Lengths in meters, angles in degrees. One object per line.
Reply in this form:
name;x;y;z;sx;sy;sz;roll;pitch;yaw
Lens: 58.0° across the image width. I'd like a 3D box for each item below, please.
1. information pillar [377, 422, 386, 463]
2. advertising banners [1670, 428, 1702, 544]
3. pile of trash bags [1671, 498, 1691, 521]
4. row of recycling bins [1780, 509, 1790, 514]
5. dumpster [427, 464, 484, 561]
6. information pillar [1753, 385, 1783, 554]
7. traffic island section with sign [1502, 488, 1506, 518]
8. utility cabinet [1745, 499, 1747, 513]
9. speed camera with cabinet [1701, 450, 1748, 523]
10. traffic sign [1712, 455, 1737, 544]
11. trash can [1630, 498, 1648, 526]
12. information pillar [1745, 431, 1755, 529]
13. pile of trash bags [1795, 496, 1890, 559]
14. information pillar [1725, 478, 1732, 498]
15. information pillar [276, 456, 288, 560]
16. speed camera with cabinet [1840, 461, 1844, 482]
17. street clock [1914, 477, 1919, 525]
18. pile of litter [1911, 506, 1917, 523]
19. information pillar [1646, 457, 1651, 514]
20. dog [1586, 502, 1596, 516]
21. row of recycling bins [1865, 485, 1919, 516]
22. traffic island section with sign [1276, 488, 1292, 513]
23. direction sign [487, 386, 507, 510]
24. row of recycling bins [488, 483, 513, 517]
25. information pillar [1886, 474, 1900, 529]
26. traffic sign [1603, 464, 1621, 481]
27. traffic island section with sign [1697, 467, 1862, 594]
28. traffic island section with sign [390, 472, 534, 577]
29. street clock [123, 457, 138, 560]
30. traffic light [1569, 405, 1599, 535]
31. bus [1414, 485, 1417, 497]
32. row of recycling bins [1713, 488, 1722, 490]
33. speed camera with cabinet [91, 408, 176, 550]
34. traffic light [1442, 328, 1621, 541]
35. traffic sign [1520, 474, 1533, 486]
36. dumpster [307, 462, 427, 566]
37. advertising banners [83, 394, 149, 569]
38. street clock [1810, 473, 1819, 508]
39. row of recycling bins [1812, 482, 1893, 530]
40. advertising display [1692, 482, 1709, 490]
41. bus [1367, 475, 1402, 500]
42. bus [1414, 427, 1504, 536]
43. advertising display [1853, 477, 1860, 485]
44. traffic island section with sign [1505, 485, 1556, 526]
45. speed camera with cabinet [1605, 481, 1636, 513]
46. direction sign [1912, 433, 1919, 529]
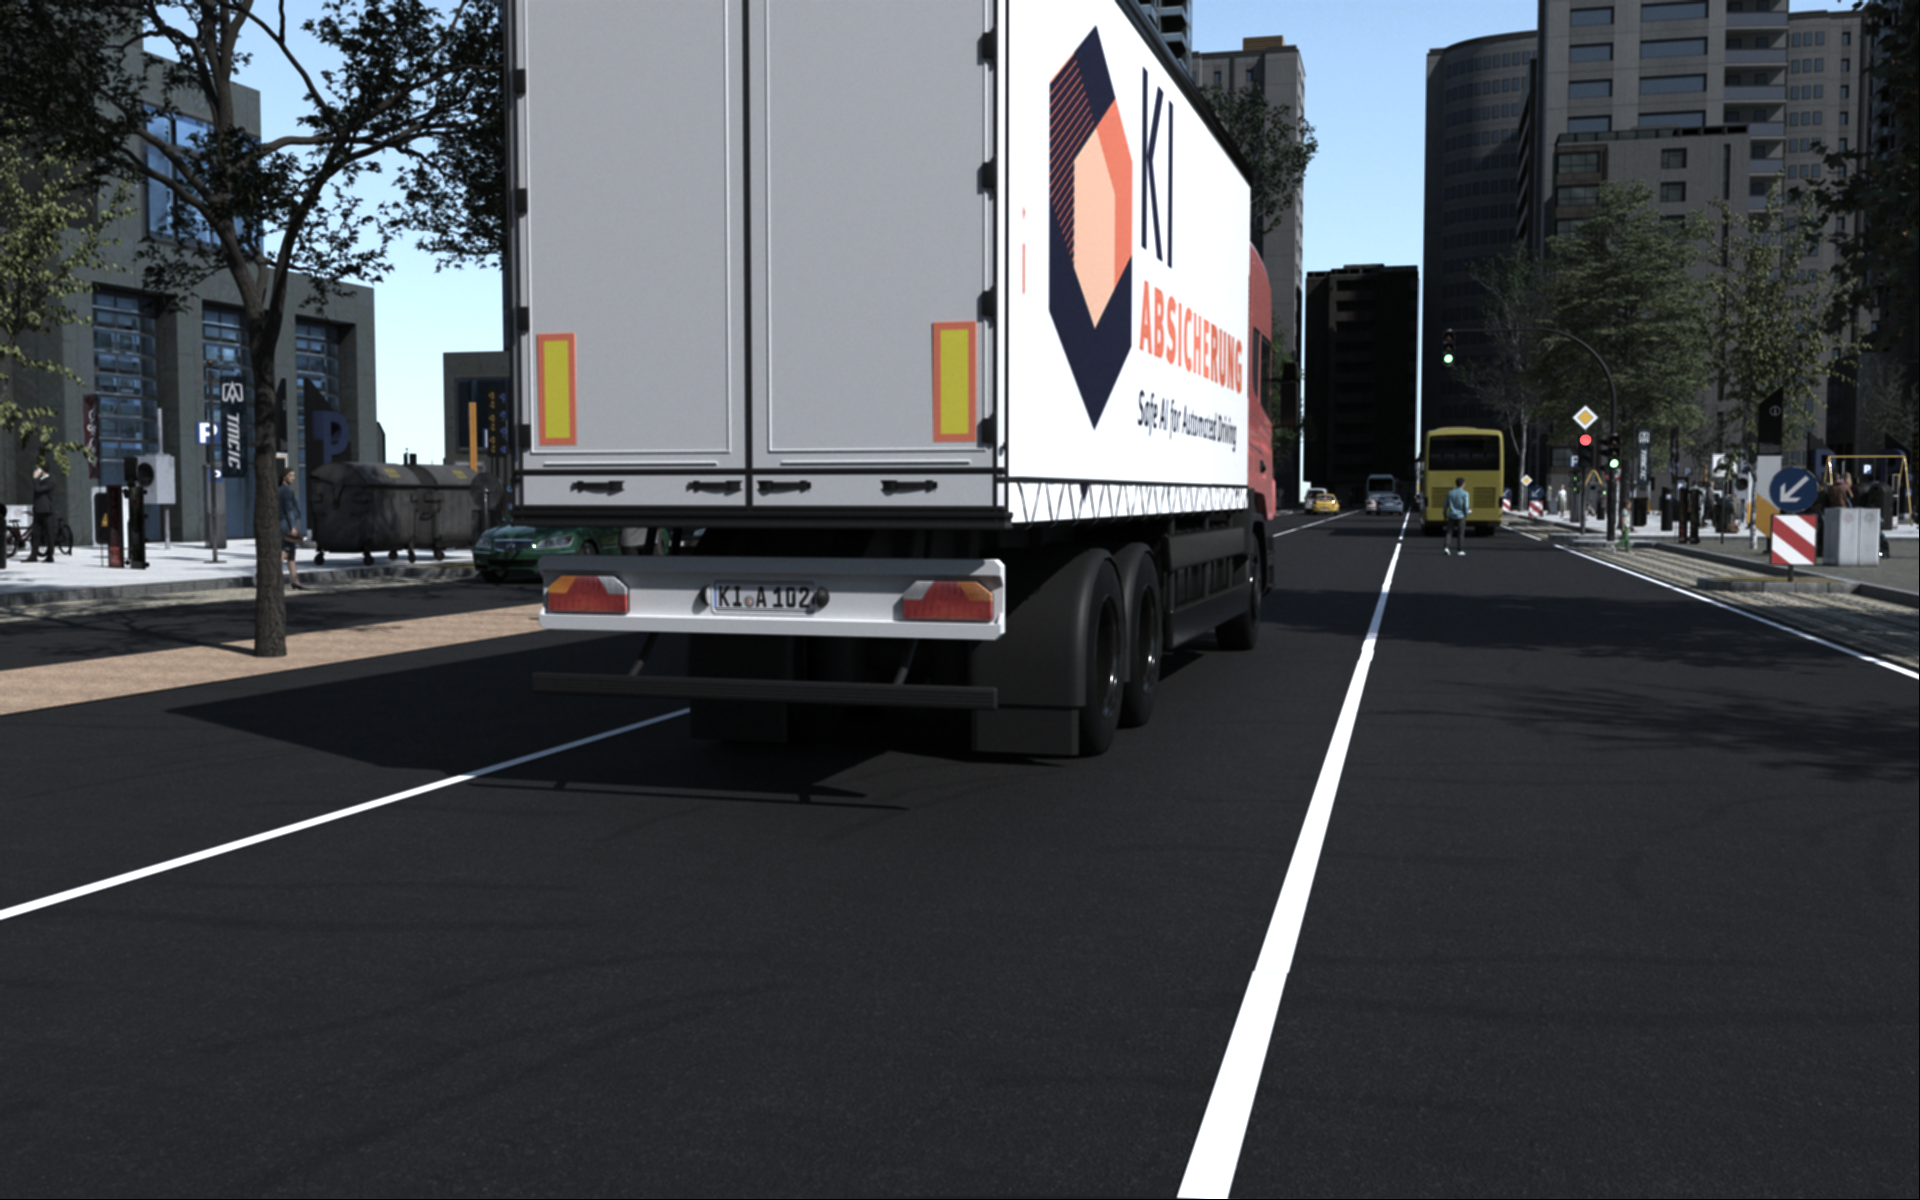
information pillar;-18.692;-3.953;55.981;0.183;3.616;0.504;-3;5;-41
advertising banners;18.884;-2.994;45.142;0.090;3.025;2.074;0;4;2
pile of trash bags;34.259;-4.386;81.470;1.912;1.369;3.447;1;4;19
row of recycling bins;47.097;-5.565;98.108;3.534;1.692;1.069;-1;4;-18
dumpster;-10.286;-1.722;33.918;1.264;1.857;1.865;1;4;15
information pillar;17.445;-2.811;37.317;0.504;3.616;0.183;1;4;22
traffic island section with sign;33.066;-5.928;105.546;1.989;1.847;2.006;1;4;15
utility cabinet;54.032;-6.614;119.306;1.020;1.237;0.306;-1;4;-9
speed camera with cabinet;34.320;-5.103;77.771;2.038;3.252;0.660;1;4;13
traffic sign;19.533;-2.581;44.323;0.606;2.300;0.079;1;4;15
trash can;26.956;-3.494;68.783;0.748;1.137;0.748;0;3;0
information pillar;29.294;-4.435;63.867;0.504;3.616;0.183;0;4;6
pile of trash bags;18.508;-1.553;35.142;3.447;1.369;1.912;3;4;38
information pillar;35.956;-4.691;81.185;0.304;2.012;0.304;-2;4;-25
information pillar;-13.304;-1.788;33.734;0.304;2.012;0.304;3;5;41
speed camera with cabinet;53.508;-6.728;104.341;2.038;3.252;0.660;-1;4;-21
street clock;40.267;-4.161;72.606;0.471;2.002;0.358;0;4;6
pile of litter;42.468;-3.850;76.904;1.176;0.858;1.719;1;4;19
information pillar;43.299;-7.190;108.908;0.183;3.616;0.504;0;4;2
dog;36.718;-5.271;100.554;0.513;0.831;0.800;-3;4;-38
row of recycling bins;63.242;-6.708;116.781;1.069;1.692;3.534;-3;4;-36
traffic island section with sign;24.113;-7.515;131.014;2.006;1.907;1.989;1;4;15
direction sign;-9.809;-2.736;36.731;0.379;3.537;0.876;1;4;9
row of recycling bins;-17.448;-3.682;67.310;1.069;1.692;3.534;2;4;28
information pillar;34.306;-3.624;63.743;0.304;2.012;0.304;-1;4;-18
traffic sign;25.824;-4.182;68.477;0.768;2.556;0.104;1;4;19
traffic island section with sign;12.171;-1.055;25.885;1.989;1.847;2.006;1;4;15
traffic island section with sign;-8.645;-1.341;30.558;1.989;1.847;2.006;1;4;15
street clock;-16.193;-1.793;33.886;0.358;2.002;0.471;-1;4;-22
traffic light;19.700;-4.025;54.733;0.839;4.253;0.868;1;4;15
bus;43.994;-10.192;161.504;2.948;3.499;13.247;1;4;14
row of recycling bins;50.683;-6.627;115.464;1.069;1.692;3.534;0;4;0
speed camera with cabinet;-19.164;-2.799;40.104;2.038;3.252;0.660;1;4;22
traffic light;15.629;-4.448;47.398;4.771;5.953;1.251;1;4;15
traffic sign;37.972;-7.117;116.091;0.795;2.593;0.064;1;4;16
dumpster;-10.860;-1.582;31.617;1.264;1.857;1.865;1;4;15
advertising banners;-14.644;-2.068;29.998;2.074;3.025;0.090;3;4;38
street clock;29.935;-3.447;60.933;0.471;2.002;0.358;-1;4;-20
row of recycling bins;32.356;-3.413;62.918;1.069;1.692;3.534;-1;4;-18
advertising display;38.181;-5.134;89.146;0.974;1.923;0.123;1;4;22
bus;41.741;-10.737;170.405;2.948;3.499;13.247;1;4;17
bus;17.962;-4.344;62.573;2.896;3.916;12.252;1;4;14
advertising display;33.989;-3.699;65.686;0.123;1.923;0.974;2;4;34
traffic island section with sign;26.059;-4.297;78.878;1.989;1.847;2.006;1;4;15
speed camera with cabinet;44.649;-7.502;116.996;2.038;3.252;0.660;-1;4;-18
direction sign;35.673;-4.410;64.100;0.379;3.537;0.876;-3;4;-37
